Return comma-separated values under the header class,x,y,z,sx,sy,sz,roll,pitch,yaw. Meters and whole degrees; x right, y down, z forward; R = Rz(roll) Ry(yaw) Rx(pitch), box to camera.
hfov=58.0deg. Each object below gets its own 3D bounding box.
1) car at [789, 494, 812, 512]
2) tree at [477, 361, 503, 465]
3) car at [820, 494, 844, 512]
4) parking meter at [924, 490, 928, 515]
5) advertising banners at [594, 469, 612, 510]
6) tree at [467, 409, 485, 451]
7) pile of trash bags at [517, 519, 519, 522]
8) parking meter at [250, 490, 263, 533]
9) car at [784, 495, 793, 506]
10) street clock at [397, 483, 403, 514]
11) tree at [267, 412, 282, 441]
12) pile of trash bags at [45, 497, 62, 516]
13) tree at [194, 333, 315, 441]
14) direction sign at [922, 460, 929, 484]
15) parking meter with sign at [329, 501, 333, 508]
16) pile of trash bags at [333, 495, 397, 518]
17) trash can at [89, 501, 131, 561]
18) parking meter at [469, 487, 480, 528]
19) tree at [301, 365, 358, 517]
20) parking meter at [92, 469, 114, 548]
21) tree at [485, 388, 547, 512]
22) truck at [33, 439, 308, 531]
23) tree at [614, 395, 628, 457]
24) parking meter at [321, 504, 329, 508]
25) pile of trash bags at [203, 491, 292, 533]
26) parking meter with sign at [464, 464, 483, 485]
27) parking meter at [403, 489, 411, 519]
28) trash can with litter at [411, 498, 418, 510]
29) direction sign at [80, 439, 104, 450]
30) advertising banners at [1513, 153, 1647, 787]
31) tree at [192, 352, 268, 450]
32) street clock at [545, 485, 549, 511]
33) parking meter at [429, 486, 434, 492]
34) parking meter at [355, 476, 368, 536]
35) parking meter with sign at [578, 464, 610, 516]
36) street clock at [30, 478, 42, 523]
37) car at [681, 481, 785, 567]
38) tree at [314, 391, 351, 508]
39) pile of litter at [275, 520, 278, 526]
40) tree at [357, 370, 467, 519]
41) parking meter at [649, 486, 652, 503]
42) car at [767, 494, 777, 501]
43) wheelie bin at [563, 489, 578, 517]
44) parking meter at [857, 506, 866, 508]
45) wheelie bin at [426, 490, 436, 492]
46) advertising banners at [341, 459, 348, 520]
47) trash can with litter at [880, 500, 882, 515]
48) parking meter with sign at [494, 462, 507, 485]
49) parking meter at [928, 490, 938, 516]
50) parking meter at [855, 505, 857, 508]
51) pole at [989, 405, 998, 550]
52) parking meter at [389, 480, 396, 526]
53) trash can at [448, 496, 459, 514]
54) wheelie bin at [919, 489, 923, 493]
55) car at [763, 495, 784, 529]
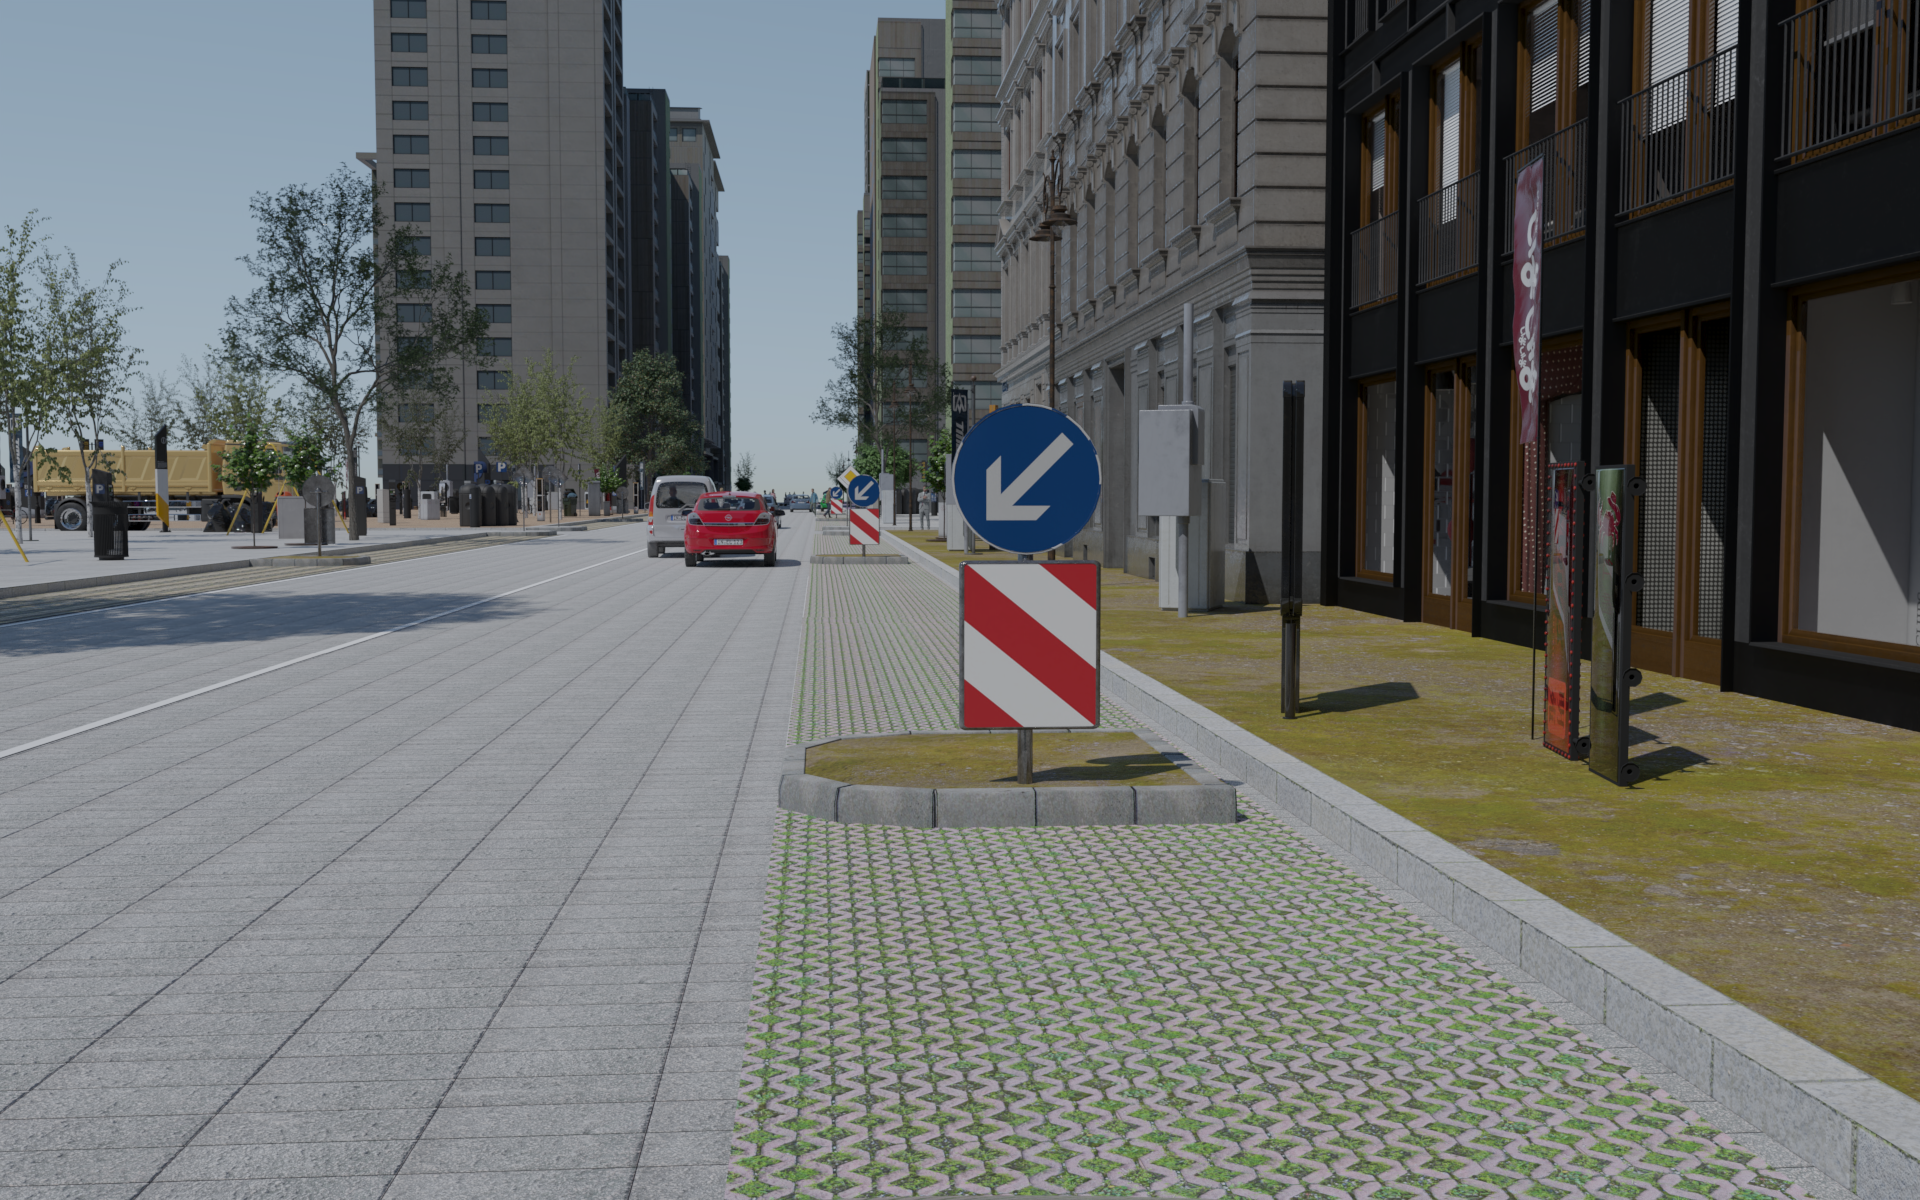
class,x,y,z,sx,sy,sz,roll,pitch,yaw
car,-12.584,-7.658,137.218,2.014,1.417,4.499,0,4,-5
tree,-23.304,-8.655,91.867,4.737,8.622,4.395,0,3,0
car,-10.410,-8.059,140.554,1.959,1.807,4.718,0,4,-4
parking meter,-2.035,-5.854,104.125,0.372,1.533,0.369,0,3,0
advertising banners,-24.657,-7.671,121.612,2.074,3.025,0.090,-1,4,-21
tree,-38.803,-10.986,129.990,4.360,8.622,3.978,0,3,0
pile of trash bags,-21.281,-4.151,77.616,1.912,1.369,3.447,1,4,12
parking meter,-23.013,-3.115,56.645,0.255,1.863,0.399,0,4,4
car,-20.163,-11.951,207.763,2.083,1.381,4.827,0,4,-3
street clock,-35.174,-6.384,108.948,0.471,2.002,0.358,-1,4,-15
tree,-48.849,-10.288,118.571,4.360,8.622,3.978,0,3,0
pile of trash bags,-53.946,-5.555,100.581,3.447,1.369,1.912,-2,4,-29
tree,-32.254,-7.818,78.180,4.737,8.622,4.395,0,3,0
direction sign,-2.250,-7.583,115.983,0.876,3.537,0.379,3,5,43
parking meter with sign,-40.069,-6.941,109.749,0.543,3.016,1.738,0,4,-6
pile of trash bags,-32.214,-5.199,94.758,3.447,1.369,1.912,2,4,24
trash can,-16.464,-1.341,33.578,0.748,1.137,0.748,0,3,0
parking meter,-18.630,-3.552,66.494,0.372,1.533,0.369,0,3,0
tree,-35.510,-9.086,98.920,4.360,8.622,3.978,0,3,0
parking meter,-19.793,-2.099,40.026,0.399,1.863,0.255,0,4,-1
tree,-31.852,-10.734,125.856,4.360,8.622,3.978,0,3,0
truck,-27.729,-4.059,62.285,9.791,3.379,3.469,0,4,-4
tree,-26.029,-10.737,125.911,4.737,8.622,4.395,0,3,0
parking meter,-32.355,-4.880,88.197,0.372,1.533,0.369,0,3,0
pile of trash bags,-23.725,-2.963,58.194,3.447,1.369,1.912,2,4,25
parking meter with sign,-28.197,-6.335,99.842,1.738,3.016,0.543,3,5,43
parking meter,-28.991,-5.041,90.837,0.372,1.533,0.369,0,3,0
trash can with litter,-44.504,-7.912,140.743,1.055,1.170,0.624,-1,4,-10
direction sign,-35.623,-4.842,71.166,0.876,3.537,0.379,-2,4,-31
advertising banners,2.962,-0.749,8.436,0.090,3.025,2.074,0,4,4
tree,-38.865,-8.482,89.050,4.360,8.622,3.978,0,3,0
street clock,-32.110,-7.943,134.445,0.358,2.002,0.471,2,4,30
parking meter,-35.977,-6.862,117.910,0.255,1.863,0.399,-1,4,-11
parking meter,-18.401,-2.904,53.186,0.399,1.863,0.255,-1,4,-14
parking meter with sign,-21.127,-6.349,100.070,1.738,3.016,0.543,-1,4,-16
street clock,-40.290,-4.345,75.618,0.358,2.002,0.471,3,4,39
car,-4.677,-1.626,35.626,2.155,1.783,4.494,0,4,-5
tree,-38.550,-9.358,103.362,4.737,8.622,4.395,0,3,0
pile of litter,-28.729,-3.737,75.068,1.719,0.858,1.176,-2,4,-28
tree,-27.881,-8.439,88.344,4.360,8.622,3.978,0,3,0
parking meter,-22.403,-7.323,125.441,0.255,1.863,0.399,-1,4,-9
car,-26.736,-14.157,243.463,2.014,1.417,4.499,0,4,-3
wheelie bin,-22.124,-5.526,98.263,0.980,1.594,0.693,2,4,30
parking meter,-7.054,-7.363,126.102,0.255,1.863,0.399,-3,5,-43
wheelie bin,-37.354,-7.003,122.405,0.980,1.594,0.693,-1,4,-10
advertising banners,-30.664,-5.511,86.292,0.090,3.025,2.074,-2,4,-27
trash can with litter,-4.778,-5.651,103.787,1.055,1.170,0.624,0,4,5
parking meter with sign,-25.304,-6.047,95.128,0.543,3.016,1.738,-2,4,-24
parking meter,-1.499,-5.676,101.219,0.372,1.533,0.369,0,3,0
parking meter,-7.510,-7.422,127.052,0.255,1.863,0.399,-2,4,-24
pole,0.775,-2.807,39.742,0.158,3.312,0.155,0,3,0
parking meter,-23.012,-3.946,70.229,0.255,1.863,0.399,-1,4,-17
trash can,-32.482,-6.092,111.259,0.748,1.137,0.748,0,3,0
wheelie bin,-2.559,-6.399,112.536,0.980,1.594,0.693,0,4,7
car,-8.400,-3.699,72.475,2.014,1.417,4.499,0,4,-4
